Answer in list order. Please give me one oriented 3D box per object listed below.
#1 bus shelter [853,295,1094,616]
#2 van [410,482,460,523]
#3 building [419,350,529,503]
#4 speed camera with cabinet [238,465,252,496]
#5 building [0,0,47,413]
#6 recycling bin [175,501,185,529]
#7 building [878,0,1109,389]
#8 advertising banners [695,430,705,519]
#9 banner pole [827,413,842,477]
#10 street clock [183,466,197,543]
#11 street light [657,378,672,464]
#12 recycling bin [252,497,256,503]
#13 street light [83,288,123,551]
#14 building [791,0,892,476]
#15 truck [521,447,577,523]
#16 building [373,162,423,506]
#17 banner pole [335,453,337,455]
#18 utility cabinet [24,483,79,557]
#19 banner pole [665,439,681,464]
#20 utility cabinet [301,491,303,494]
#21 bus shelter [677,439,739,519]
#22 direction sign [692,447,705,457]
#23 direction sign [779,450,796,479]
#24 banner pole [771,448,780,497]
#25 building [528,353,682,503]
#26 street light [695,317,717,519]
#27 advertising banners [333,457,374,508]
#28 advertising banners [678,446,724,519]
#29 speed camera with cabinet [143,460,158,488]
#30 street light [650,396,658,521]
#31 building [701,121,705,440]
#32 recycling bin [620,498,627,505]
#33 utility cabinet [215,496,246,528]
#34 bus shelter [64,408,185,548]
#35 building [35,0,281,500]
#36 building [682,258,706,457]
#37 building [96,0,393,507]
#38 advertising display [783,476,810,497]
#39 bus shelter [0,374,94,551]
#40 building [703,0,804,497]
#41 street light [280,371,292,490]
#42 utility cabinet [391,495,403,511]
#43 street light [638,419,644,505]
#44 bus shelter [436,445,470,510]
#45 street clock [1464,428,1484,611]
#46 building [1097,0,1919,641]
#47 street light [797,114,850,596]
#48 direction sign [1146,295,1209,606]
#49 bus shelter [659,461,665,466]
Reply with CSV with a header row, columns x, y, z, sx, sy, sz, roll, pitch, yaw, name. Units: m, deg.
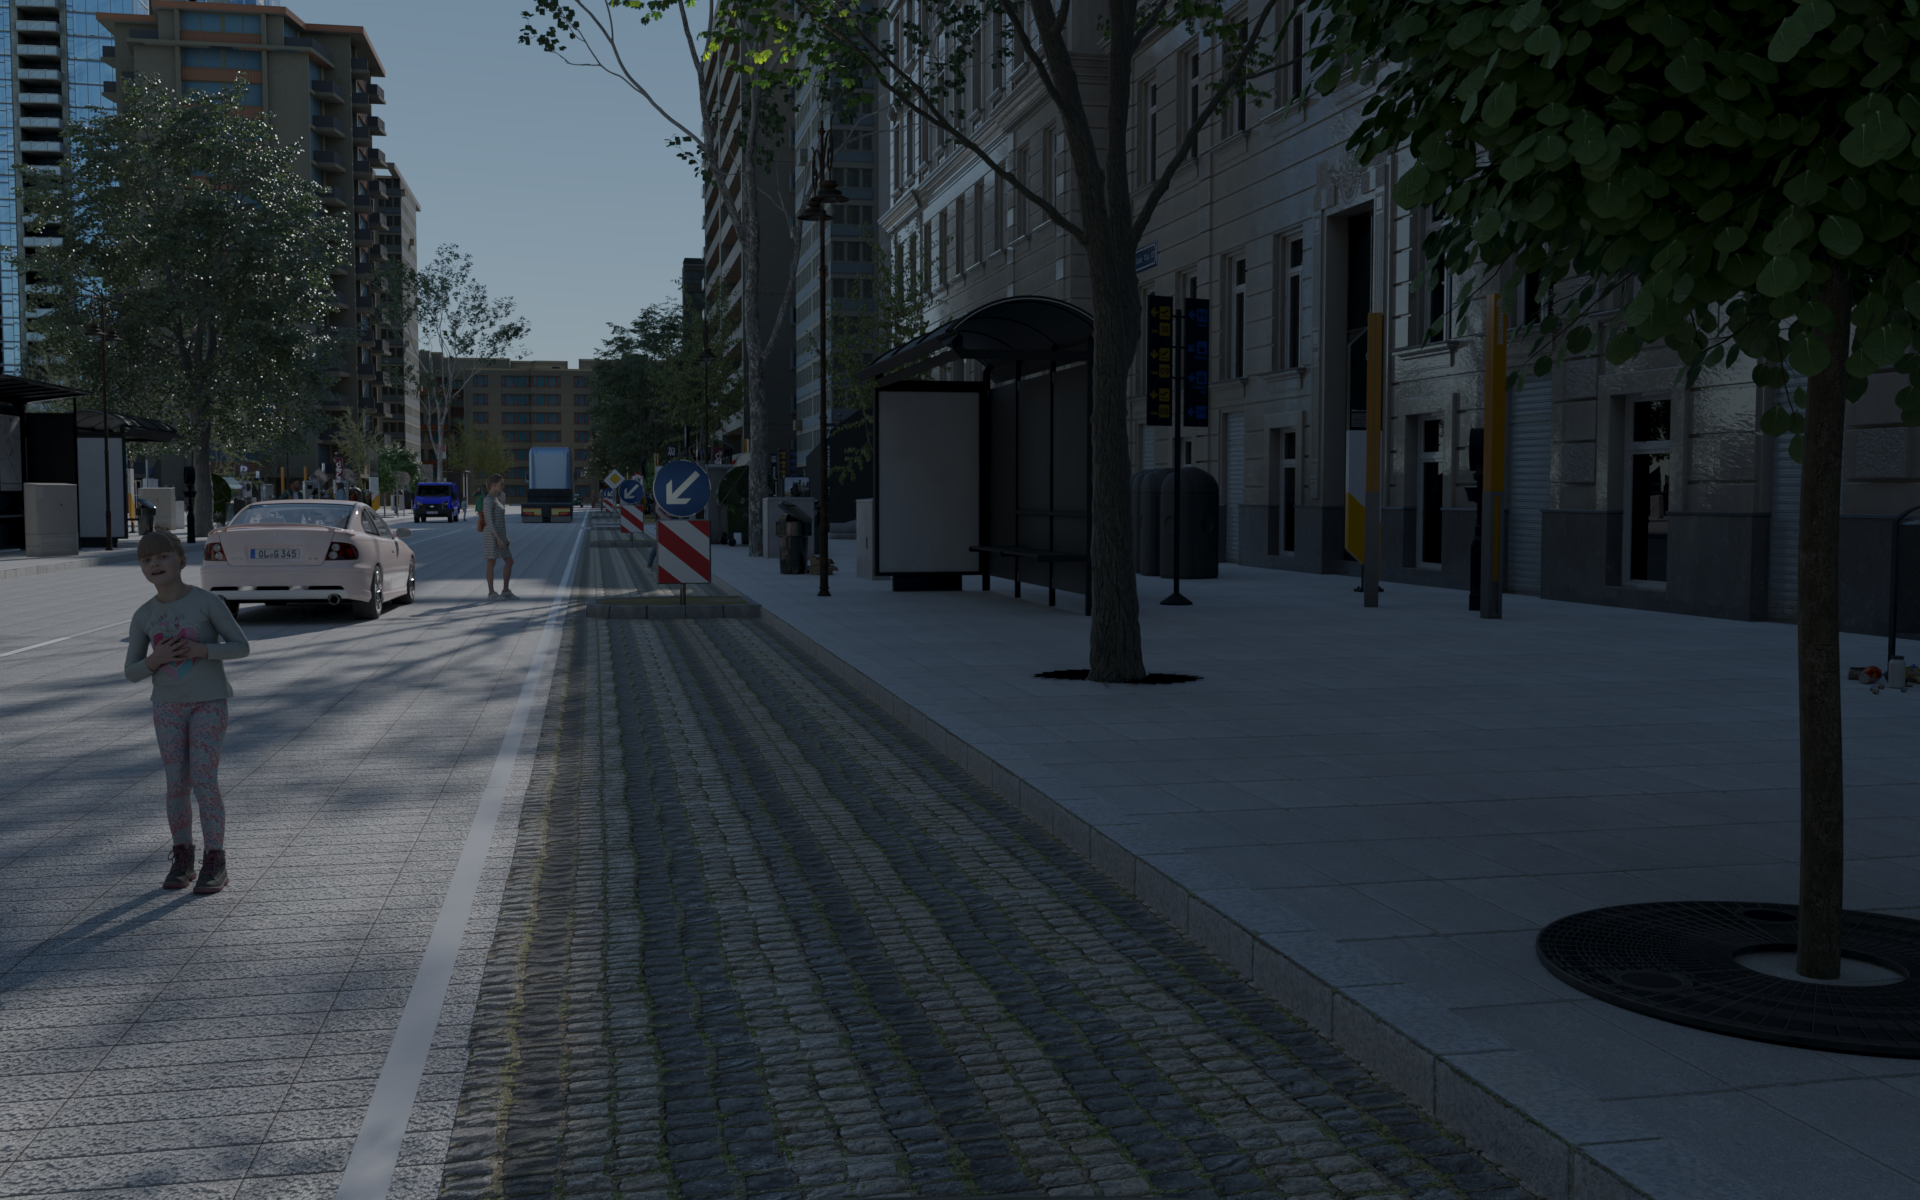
x,y,z,sx,sy,sz,roll,pitch,yaw,name
0.163,-1.617,20.369,2.014,3.302,5.546,-1,4,-12,bus shelter
-26.493,-5.093,87.650,2.240,2.365,5.245,-1,4,-12,van
-76.018,-24.717,249.167,28.899,21.520,27.650,-1,4,-12,building
-48.134,-7.392,115.193,0.660,3.252,2.038,2,4,28,speed camera with cabinet
-101.485,-53.833,192.844,31.000,86.520,22.319,-1,4,-12,building
-28.971,-3.118,63.526,0.722,1.027,0.722,2,4,33,recycling bin
5.472,-15.564,51.739,12.463,27.353,25.104,-1,4,-12,building
-7.258,-3.182,48.215,0.090,3.025,2.074,0,4,-4,advertising banners
-3.879,-3.886,53.560,0.863,3.779,0.401,3,4,36,banner pole
-20.071,-2.483,45.162,0.358,2.002,0.471,-2,4,-32,street clock
-11.622,-5.870,68.755,0.468,5.910,1.993,-1,4,-12,street light
-53.650,-7.235,130.847,0.722,1.027,0.722,0,4,4,recycling bin
-19.307,-4.058,39.133,0.468,5.910,1.993,-1,4,-12,street light
2.920,-25.117,102.538,23.993,40.220,32.217,-1,4,-12,building
-22.344,-6.387,94.185,2.967,4.110,18.799,-1,4,-12,truck
-73.280,-30.697,193.780,23.993,40.220,32.217,-1,4,-12,building
-37.750,-7.020,104.799,0.401,3.779,0.863,-1,4,-22,banner pole
-18.394,-1.615,35.092,0.318,1.500,1.173,1,4,10,utility cabinet
-12.785,-5.354,77.562,0.863,3.779,0.401,-1,4,-14,banner pole
-42.663,-6.294,111.582,1.173,1.500,0.318,2,4,28,utility cabinet
-9.661,-4.425,66.276,2.014,3.302,5.546,-1,4,-12,bus shelter
-12.759,-5.638,84.171,0.876,3.537,0.379,2,4,27,direction sign
-8.788,-5.894,88.357,0.876,3.537,0.379,-1,4,-18,direction sign
-10.027,-6.385,94.404,0.401,3.779,0.863,2,4,35,banner pole
-47.560,-25.029,254.264,28.899,21.520,27.650,-1,4,-12,building
-6.632,-4.438,45.342,0.468,5.910,1.993,-1,4,-12,street light
-28.942,-5.288,82.639,0.090,3.025,2.074,3,5,40,advertising banners
-9.328,-4.040,62.249,2.074,3.025,0.090,-3,5,-40,advertising banners
-46.144,-6.438,99.595,2.038,3.252,0.660,2,4,33,speed camera with cabinet
-14.302,-6.648,81.479,0.468,5.910,1.993,-1,4,-12,street light
-16.979,-35.036,192.449,23.786,49.044,30.456,-1,4,-12,building
-28.089,-8.116,145.251,0.722,1.027,0.722,0,4,-5,recycling bin
-26.697,-3.195,63.400,1.020,1.237,0.306,-3,4,-37,utility cabinet
-21.236,-3.045,43.715,2.014,3.302,5.546,-1,4,-12,bus shelter
-105.134,-56.532,236.962,31.000,86.520,22.319,-1,4,-12,building
-27.171,-27.027,213.597,14.160,30.474,14.107,-1,4,-12,building
-64.597,-30.812,158.406,22.147,44.769,28.867,-1,4,-12,building
-5.892,-3.501,62.453,0.974,1.923,0.123,-1,4,-17,advertising display
-20.156,-2.786,36.830,1.731,3.624,6.357,-1,4,-12,bus shelter
-13.141,-33.212,166.720,21.300,48.544,21.600,-1,4,-12,building
-24.278,-5.487,62.503,0.468,5.910,1.993,-1,4,-12,street light
-44.061,-7.608,135.555,0.306,1.237,1.020,2,4,30,utility cabinet
-19.253,-8.067,104.687,0.468,5.910,1.993,-1,4,-12,street light
-42.175,-10.185,144.158,2.179,5.291,8.768,-1,4,-12,bus shelter
5.717,-0.885,19.045,0.358,2.002,0.471,1,4,21,street clock
11.448,-14.055,27.059,12.463,27.353,25.104,-1,4,-12,building
-1.707,-2.985,21.595,0.468,5.910,1.993,-1,4,-12,street light
2.512,-1.713,20.000,0.876,3.537,0.379,-2,4,-31,direction sign
-16.728,-6.537,100.796,2.014,3.302,5.546,-1,4,-12,bus shelter
